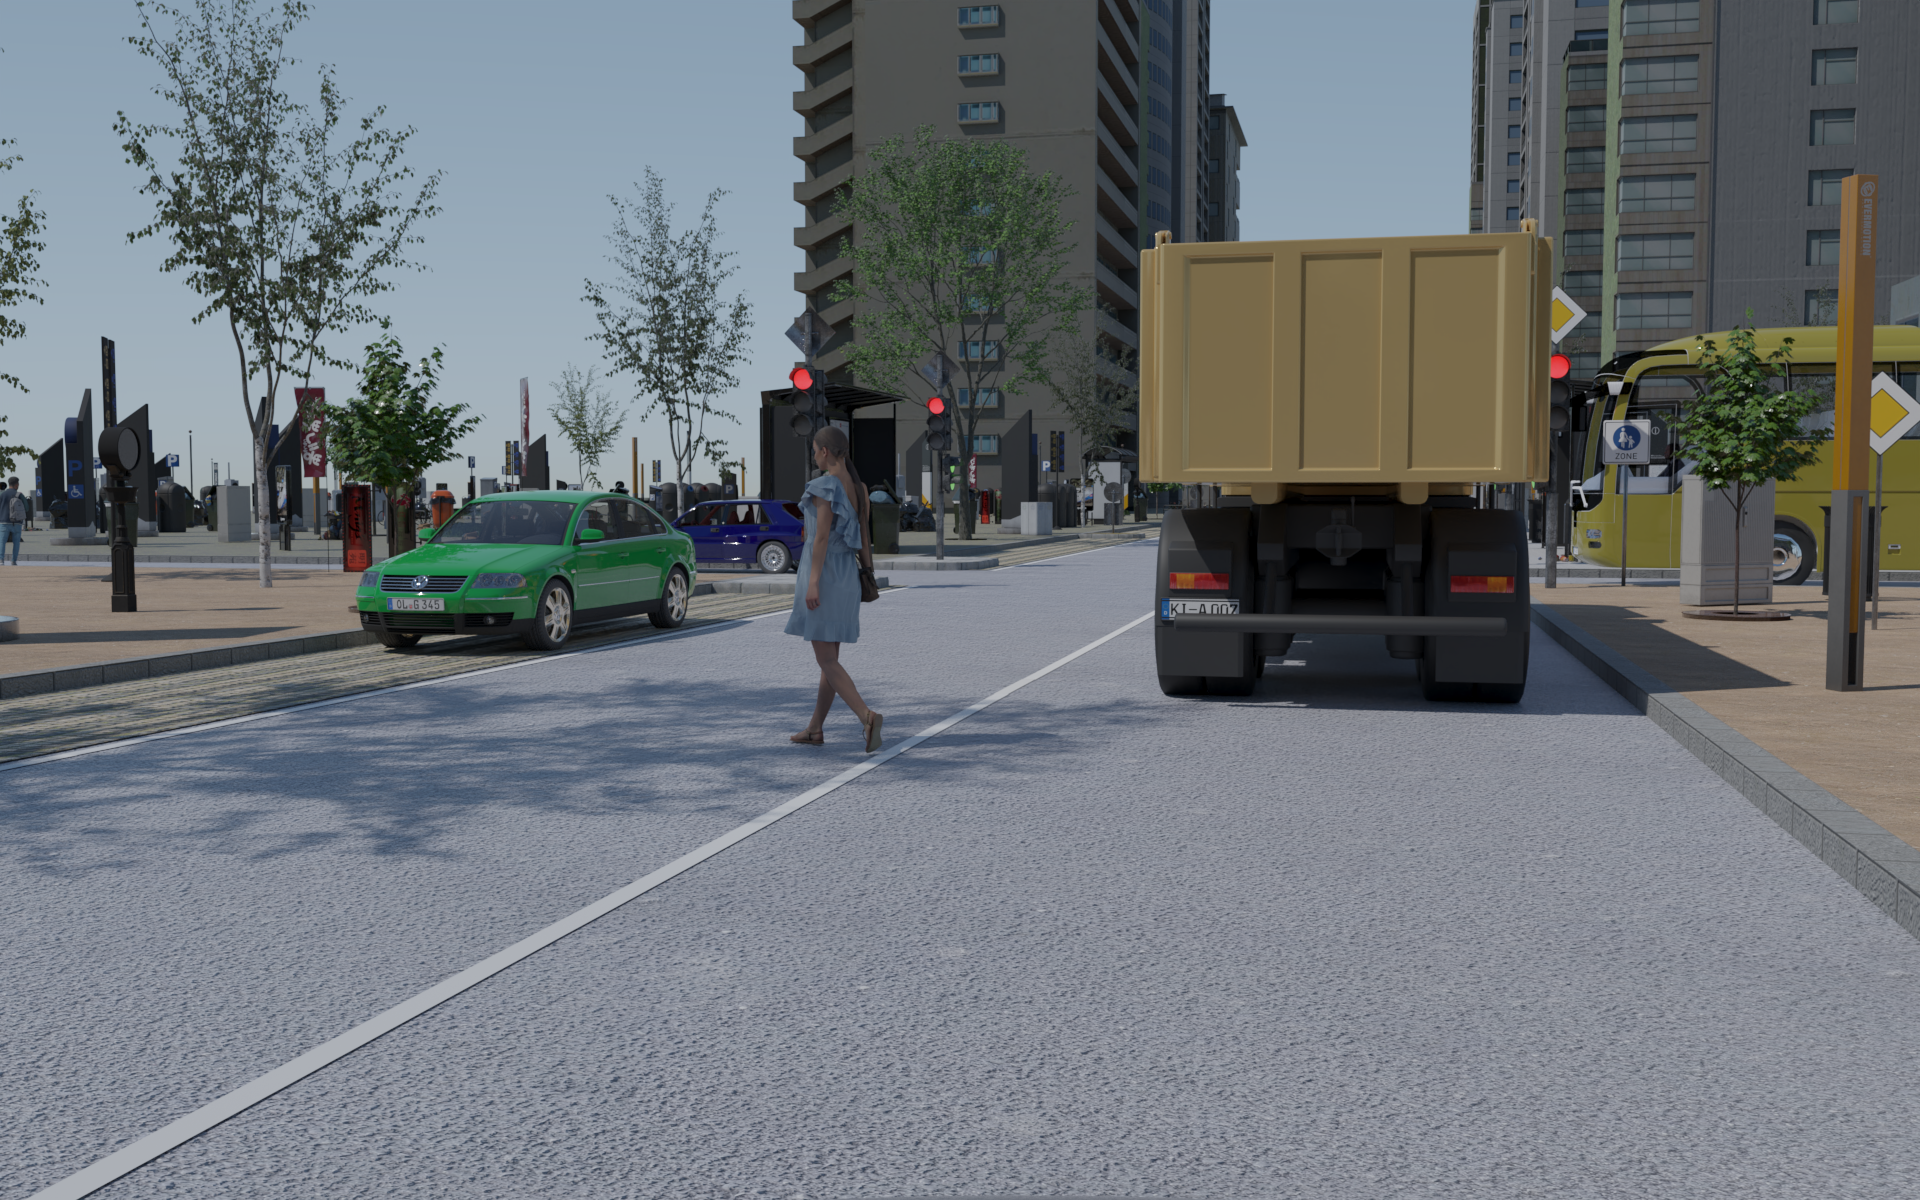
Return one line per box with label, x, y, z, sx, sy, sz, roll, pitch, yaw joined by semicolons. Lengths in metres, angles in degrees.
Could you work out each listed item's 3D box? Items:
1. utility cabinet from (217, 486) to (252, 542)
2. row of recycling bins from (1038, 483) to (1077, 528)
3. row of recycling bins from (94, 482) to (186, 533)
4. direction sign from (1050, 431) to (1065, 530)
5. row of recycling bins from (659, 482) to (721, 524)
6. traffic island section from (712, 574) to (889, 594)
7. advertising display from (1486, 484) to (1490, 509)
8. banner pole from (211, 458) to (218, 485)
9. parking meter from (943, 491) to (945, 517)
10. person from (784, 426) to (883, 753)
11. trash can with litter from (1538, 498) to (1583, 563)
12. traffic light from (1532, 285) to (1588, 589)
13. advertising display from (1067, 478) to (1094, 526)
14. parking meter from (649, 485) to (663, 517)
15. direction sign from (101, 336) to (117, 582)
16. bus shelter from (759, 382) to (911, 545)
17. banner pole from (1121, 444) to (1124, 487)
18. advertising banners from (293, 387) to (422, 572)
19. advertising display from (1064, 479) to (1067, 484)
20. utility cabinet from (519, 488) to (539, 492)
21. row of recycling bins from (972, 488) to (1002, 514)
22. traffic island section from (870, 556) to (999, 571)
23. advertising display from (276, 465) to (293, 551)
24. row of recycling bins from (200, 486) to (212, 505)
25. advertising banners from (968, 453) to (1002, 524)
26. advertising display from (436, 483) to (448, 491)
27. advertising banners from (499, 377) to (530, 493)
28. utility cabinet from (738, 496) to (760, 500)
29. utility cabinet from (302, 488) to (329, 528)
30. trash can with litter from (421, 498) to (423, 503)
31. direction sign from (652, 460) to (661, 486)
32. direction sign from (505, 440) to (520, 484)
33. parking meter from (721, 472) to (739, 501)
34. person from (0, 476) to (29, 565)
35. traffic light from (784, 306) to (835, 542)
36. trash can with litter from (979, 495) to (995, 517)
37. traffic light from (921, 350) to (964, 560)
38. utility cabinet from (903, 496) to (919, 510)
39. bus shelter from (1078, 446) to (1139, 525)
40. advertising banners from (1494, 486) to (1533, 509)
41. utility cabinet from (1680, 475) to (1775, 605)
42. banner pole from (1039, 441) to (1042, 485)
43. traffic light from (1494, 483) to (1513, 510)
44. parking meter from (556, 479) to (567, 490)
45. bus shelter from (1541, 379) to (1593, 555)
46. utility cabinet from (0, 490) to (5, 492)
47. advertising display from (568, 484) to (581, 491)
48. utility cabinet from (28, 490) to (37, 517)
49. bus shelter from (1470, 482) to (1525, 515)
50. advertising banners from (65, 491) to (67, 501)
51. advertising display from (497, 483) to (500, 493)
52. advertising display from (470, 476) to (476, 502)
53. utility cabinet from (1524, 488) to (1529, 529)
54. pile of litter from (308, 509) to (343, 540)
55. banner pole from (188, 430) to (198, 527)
utility cabinet;-19.390;-2.298;46.251;0.318;1.500;1.173;0;4;6
row of recycling bins;3.760;-3.641;66.648;1.069;1.692;3.534;1;4;19
row of recycling bins;-27.460;-3.061;57.158;3.534;1.692;1.069;-3;4;-36
direction sign;3.489;-4.290;62.142;0.379;3.537;0.876;3;4;37
row of recycling bins;-9.574;-3.321;61.411;1.069;1.692;3.534;2;4;24
traffic island section;-2.281;-0.232;26.073;2.009;0.180;2.903;1;4;14
advertising display;14.719;-2.628;48.182;0.123;1.923;0.974;1;4;12
banner pole;-52.076;-8.013;121.026;0.863;3.779;0.401;2;4;30
parking meter;-1.029;-5.338;95.683;0.372;1.533;0.369;0;3;0
person;-0.666;-0.070;9.737;0.778;1.811;0.616;3;5;43
trash can with litter;11.984;-1.358;33.258;1.678;1.210;2.233;3;4;39
traffic light;8.027;-2.114;23.477;0.839;4.253;0.868;1;4;14
advertising display;4.947;-3.982;70.324;0.974;1.923;0.123;1;4;13
parking meter;-8.482;-2.443;48.351;0.372;1.533;0.369;0;3;0
direction sign;-12.405;-2.038;25.324;0.379;3.537;0.876;-1;4;-16
bus shelter;-2.744;-2.950;39.520;1.731;3.624;6.357;1;4;13
banner pole;8.185;-5.971;87.648;0.401;3.779;0.863;0;4;-2
advertising banners;-9.832;-1.962;28.271;2.074;3.025;0.090;0;4;4
advertising display;4.654;-4.323;75.900;0.123;1.923;0.974;0;4;-3
utility cabinet;-16.707;-3.520;66.239;1.173;1.500;0.318;0;4;-3
row of recycling bins;2.126;-6.273;109.668;3.534;1.692;1.069;2;4;30
traffic island section;-0.408;-0.707;33.836;2.009;0.180;2.903;1;4;14
advertising display;-15.337;-2.086;39.313;0.123;1.923;0.974;-2;4;-34
row of recycling bins;-37.193;-4.854;86.482;1.069;1.692;3.534;-1;4;-14
advertising banners;1.106;-4.752;73.878;2.074;3.025;0.090;3;5;40
advertising display;-30.131;-5.843;100.752;0.123;1.923;0.974;1;4;19
advertising banners;-6.902;-1.874;26.833;0.090;3.025;2.074;-2;4;-26
utility cabinet;-5.932;-2.337;49.368;0.306;1.237;1.020;-3;5;-44
utility cabinet;-24.394;-3.455;65.167;0.318;1.500;1.173;3;5;40
trash can with litter;-35.493;-6.255;113.321;2.233;1.210;1.678;-3;4;-38
direction sign;-20.096;-7.512;114.812;0.876;3.537;0.379;3;5;42
direction sign;-18.968;-4.982;73.446;0.876;3.537;0.379;3;4;37
parking meter;-5.525;-2.196;41.620;0.399;1.863;0.255;0;4;-5
person;-18.636;-1.540;34.021;0.623;1.781;0.721;-2;4;-31
traffic light;-2.245;-2.264;25.930;0.839;4.253;0.868;1;4;14
trash can with litter;2.519;-5.516;101.243;2.233;1.210;1.678;3;5;41
traffic light;-0.372;-2.738;33.693;0.839;4.253;0.868;1;4;14
utility cabinet;-1.751;-3.090;61.679;0.306;1.237;1.020;-1;4;-19
bus shelter;6.595;-4.963;75.068;2.014;3.302;5.546;1;4;14
advertising banners;22.602;-4.519;70.078;2.074;3.025;0.090;1;4;20
utility cabinet;8.867;-0.691;19.979;1.173;1.500;0.318;-2;4;-26
banner pole;3.620;-5.658;82.525;0.863;3.779;0.401;2;4;33
traffic light;9.900;-2.588;31.240;0.839;4.253;0.868;1;4;14
parking meter;-15.717;-3.832;68.362;0.399;1.863;0.255;-1;4;-11
bus shelter;13.540;-2.848;37.850;1.731;3.624;6.357;1;4;14
utility cabinet;-54.508;-5.517;98.886;0.318;1.500;1.173;1;4;9
advertising display;-24.741;-6.502;111.525;0.974;1.923;0.123;0;4;-2
utility cabinet;-50.314;-5.270;94.850;1.173;1.500;0.318;-3;5;-45
bus shelter;18.677;-4.062;60.332;2.014;3.302;5.546;1;4;13
advertising banners;-51.371;-6.305;99.272;2.074;3.025;0.090;-3;5;-43
advertising display;-27.282;-5.918;101.977;0.123;1.923;0.974;0;4;5
advertising display;-17.064;-3.394;60.698;0.123;1.923;0.974;-1;4;-12
utility cabinet;20.373;-3.369;63.758;0.318;1.500;1.173;-2;4;-31
pile of litter;-17.383;-2.111;48.479;1.719;0.858;1.176;2;4;25
banner pole;-30.129;-4.766;67.945;0.401;3.779;0.863;-1;4;-20
